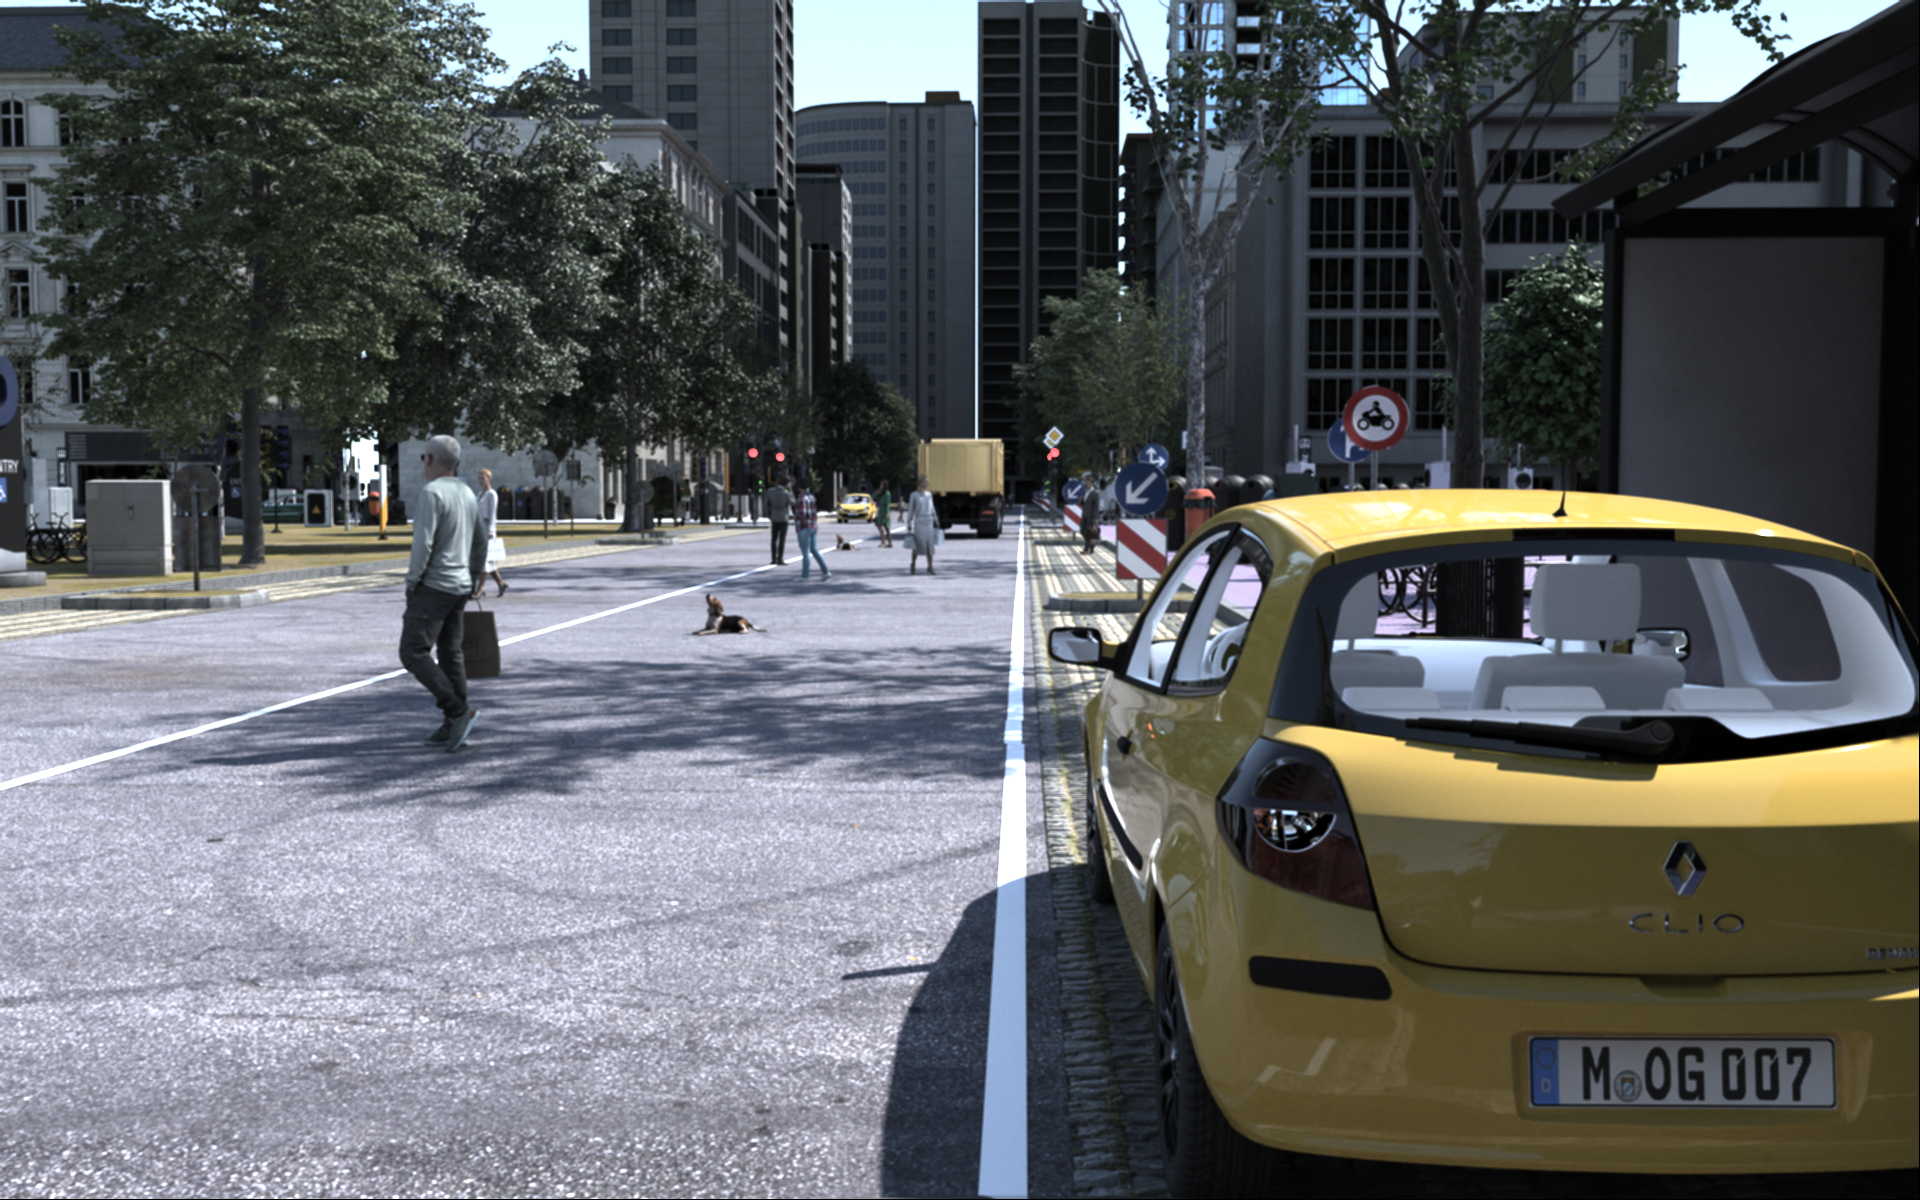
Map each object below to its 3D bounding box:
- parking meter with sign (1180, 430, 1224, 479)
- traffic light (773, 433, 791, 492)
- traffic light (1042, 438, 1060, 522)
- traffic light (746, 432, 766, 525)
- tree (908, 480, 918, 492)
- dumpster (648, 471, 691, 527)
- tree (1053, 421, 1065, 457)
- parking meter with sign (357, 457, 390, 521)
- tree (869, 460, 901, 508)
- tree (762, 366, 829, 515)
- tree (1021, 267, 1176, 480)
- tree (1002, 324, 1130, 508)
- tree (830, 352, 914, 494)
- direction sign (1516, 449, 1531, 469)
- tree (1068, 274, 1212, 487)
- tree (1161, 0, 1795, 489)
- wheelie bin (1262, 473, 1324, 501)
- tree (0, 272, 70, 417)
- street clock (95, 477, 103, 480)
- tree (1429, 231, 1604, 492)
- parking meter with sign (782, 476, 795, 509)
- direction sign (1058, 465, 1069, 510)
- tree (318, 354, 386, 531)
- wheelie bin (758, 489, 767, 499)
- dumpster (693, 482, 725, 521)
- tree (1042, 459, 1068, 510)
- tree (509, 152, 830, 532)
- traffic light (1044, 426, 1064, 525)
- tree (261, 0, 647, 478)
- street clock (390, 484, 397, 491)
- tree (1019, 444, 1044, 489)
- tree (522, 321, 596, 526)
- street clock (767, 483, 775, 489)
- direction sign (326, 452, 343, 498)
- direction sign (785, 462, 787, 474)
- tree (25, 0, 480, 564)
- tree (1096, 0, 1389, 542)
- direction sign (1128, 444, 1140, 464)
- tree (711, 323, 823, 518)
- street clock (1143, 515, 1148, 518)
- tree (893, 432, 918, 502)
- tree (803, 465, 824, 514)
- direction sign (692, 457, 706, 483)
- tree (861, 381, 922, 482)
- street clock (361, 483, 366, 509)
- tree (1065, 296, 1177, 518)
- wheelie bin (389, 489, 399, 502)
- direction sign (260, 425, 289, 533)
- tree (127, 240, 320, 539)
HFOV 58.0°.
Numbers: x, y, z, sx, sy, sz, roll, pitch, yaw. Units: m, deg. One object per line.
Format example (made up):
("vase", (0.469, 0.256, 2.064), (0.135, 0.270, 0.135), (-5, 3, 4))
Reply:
("parking meter with sign", (6.877, -3.136, 47.537), (1.738, 3.016, 0.543), (-2, 4, -34))
("traffic light", (-8.232, -5.566, 79.922), (0.839, 4.253, 0.868), (0, 4, 2))
("traffic light", (4.172, -5.539, 79.490), (0.839, 4.253, 0.868), (0, 4, 2))
("traffic light", (-8.522, -5.078, 71.942), (0.839, 4.253, 0.868), (0, 4, 2))
("tree", (-5.850, -14.389, 229.858), (1.663, 3.219, 1.824), (0, 3, 0))
("dumpster", (-11.567, -4.038, 68.515), (1.502, 2.255, 1.985), (0, 4, 2))
("tree", (8.111, -9.728, 109.420), (4.360, 8.622, 3.978), (0, 3, 0))
("parking meter with sign", (-27.698, -5.269, 82.403), (1.738, 3.016, 0.543), (-1, 4, -9))
("tree", (-7.163, -11.024, 163.957), (4.285, 4.588, 4.351), (0, 3, 0))
("tree", (-9.813, -9.188, 100.585), (4.360, 8.622, 3.978), (0, 3, 0))
("tree", (6.901, -10.301, 86.547), (7.486, 12.596, 7.792), (0, 3, 0))
("tree", (8.144, -13.244, 123.189), (9.857, 13.997, 8.962), (0, 3, 0))
("tree", (-8.915, -13.664, 140.417), (9.611, 12.733, 9.660), (0, 3, 0))
("direction sign", (27.625, -5.684, 84.924), (0.876, 3.537, 0.379), (-1, 4, -20))
("tree", (6.027, -6.562, 57.653), (4.737, 8.622, 4.395), (0, 3, 0))
("tree", (4.260, -5.448, 14.828), (9.928, 11.665, 9.643), (0, 3, 0))
("wheelie bin", (4.987, -1.110, 26.060), (0.980, 1.594, 0.693), (-1, 4, -13))
("tree", (-31.240, -6.440, 55.649), (4.360, 8.622, 3.978), (0, 3, 0))
("street clock", (-36.322, -4.192, 73.107), (0.358, 2.002, 0.471), (-3, 4, -37))
("tree", (7.747, -2.321, 21.661), (4.285, 4.588, 4.351), (0, 3, 0))
("parking meter with sign", (-14.592, -9.336, 148.902), (1.738, 3.016, 0.543), (-2, 4, -30))
("direction sign", (8.114, -8.806, 135.975), (0.876, 3.537, 0.379), (-1, 4, -20))
("tree", (-21.513, -6.707, 60.024), (4.737, 8.622, 4.395), (0, 3, 0))
("wheelie bin", (-12.752, -6.441, 113.221), (0.693, 1.594, 0.980), (2, 4, 27))
("dumpster", (-11.960, -4.686, 82.373), (1.264, 1.857, 1.865), (0, 4, 2))
("tree", (9.047, -9.814, 144.166), (4.285, 4.588, 4.351), (0, 3, 0))
("tree", (-11.114, -8.664, 58.668), (9.611, 12.733, 9.660), (0, 3, 0))
("traffic light", (3.882, -5.051, 71.510), (0.839, 4.253, 0.868), (0, 4, 2))
("tree", (-12.507, -8.274, 41.941), (9.857, 13.997, 8.962), (0, 3, 0))
("street clock", (-40.043, -7.211, 122.466), (0.471, 2.002, 0.358), (-2, 4, -25))
("tree", (12.521, -18.943, 226.729), (9.611, 12.733, 9.660), (0, 3, 0))
("tree", (-16.230, -7.267, 69.170), (4.360, 8.622, 3.978), (0, 3, 0))
("street clock", (-11.950, -6.409, 109.363), (0.471, 2.002, 0.358), (-1, 4, -15))
("direction sign", (-33.469, -6.159, 92.701), (0.876, 3.537, 0.379), (0, 4, 2))
("direction sign", (-12.270, -7.938, 121.789), (0.379, 3.537, 0.876), (1, 4, 9))
("tree", (-12.598, -6.941, 31.610), (7.486, 12.596, 7.792), (0, 3, 0))
("tree", (6.227, -10.950, 34.929), (12.611, 20.169, 13.585), (0, 3, 0))
("direction sign", (7.899, -5.302, 78.690), (0.379, 3.537, 0.876), (-2, 4, -31))
("tree", (-10.790, -9.671, 92.534), (7.601, 10.594, 8.767), (0, 4, -1))
("street clock", (4.945, -2.563, 46.475), (0.358, 2.002, 0.471), (0, 4, 6))
("tree", (-6.353, -14.585, 188.828), (4.360, 8.622, 3.978), (0, 3, 0))
("tree", (-9.820, -7.319, 114.271), (1.663, 3.219, 1.824), (0, 3, 0))
("direction sign", (-16.090, -7.029, 106.914), (0.876, 3.537, 0.379), (-1, 4, -22))
("tree", (-7.209, -15.685, 174.571), (7.486, 12.596, 7.792), (0, 3, 0))
("street clock", (-37.697, -6.406, 109.306), (0.358, 2.002, 0.471), (0, 4, 2))
("tree", (6.170, -7.030, 65.301), (4.360, 8.622, 3.978), (0, 3, 0))
("wheelie bin", (-34.645, -6.034, 106.562), (0.693, 1.594, 0.980), (3, 5, 41))
("direction sign", (-22.592, -3.985, 57.146), (0.876, 3.537, 0.379), (-1, 4, -13))
("tree", (-20.837, -6.019, 48.768), (4.737, 8.622, 4.395), (0, 3, 0))
